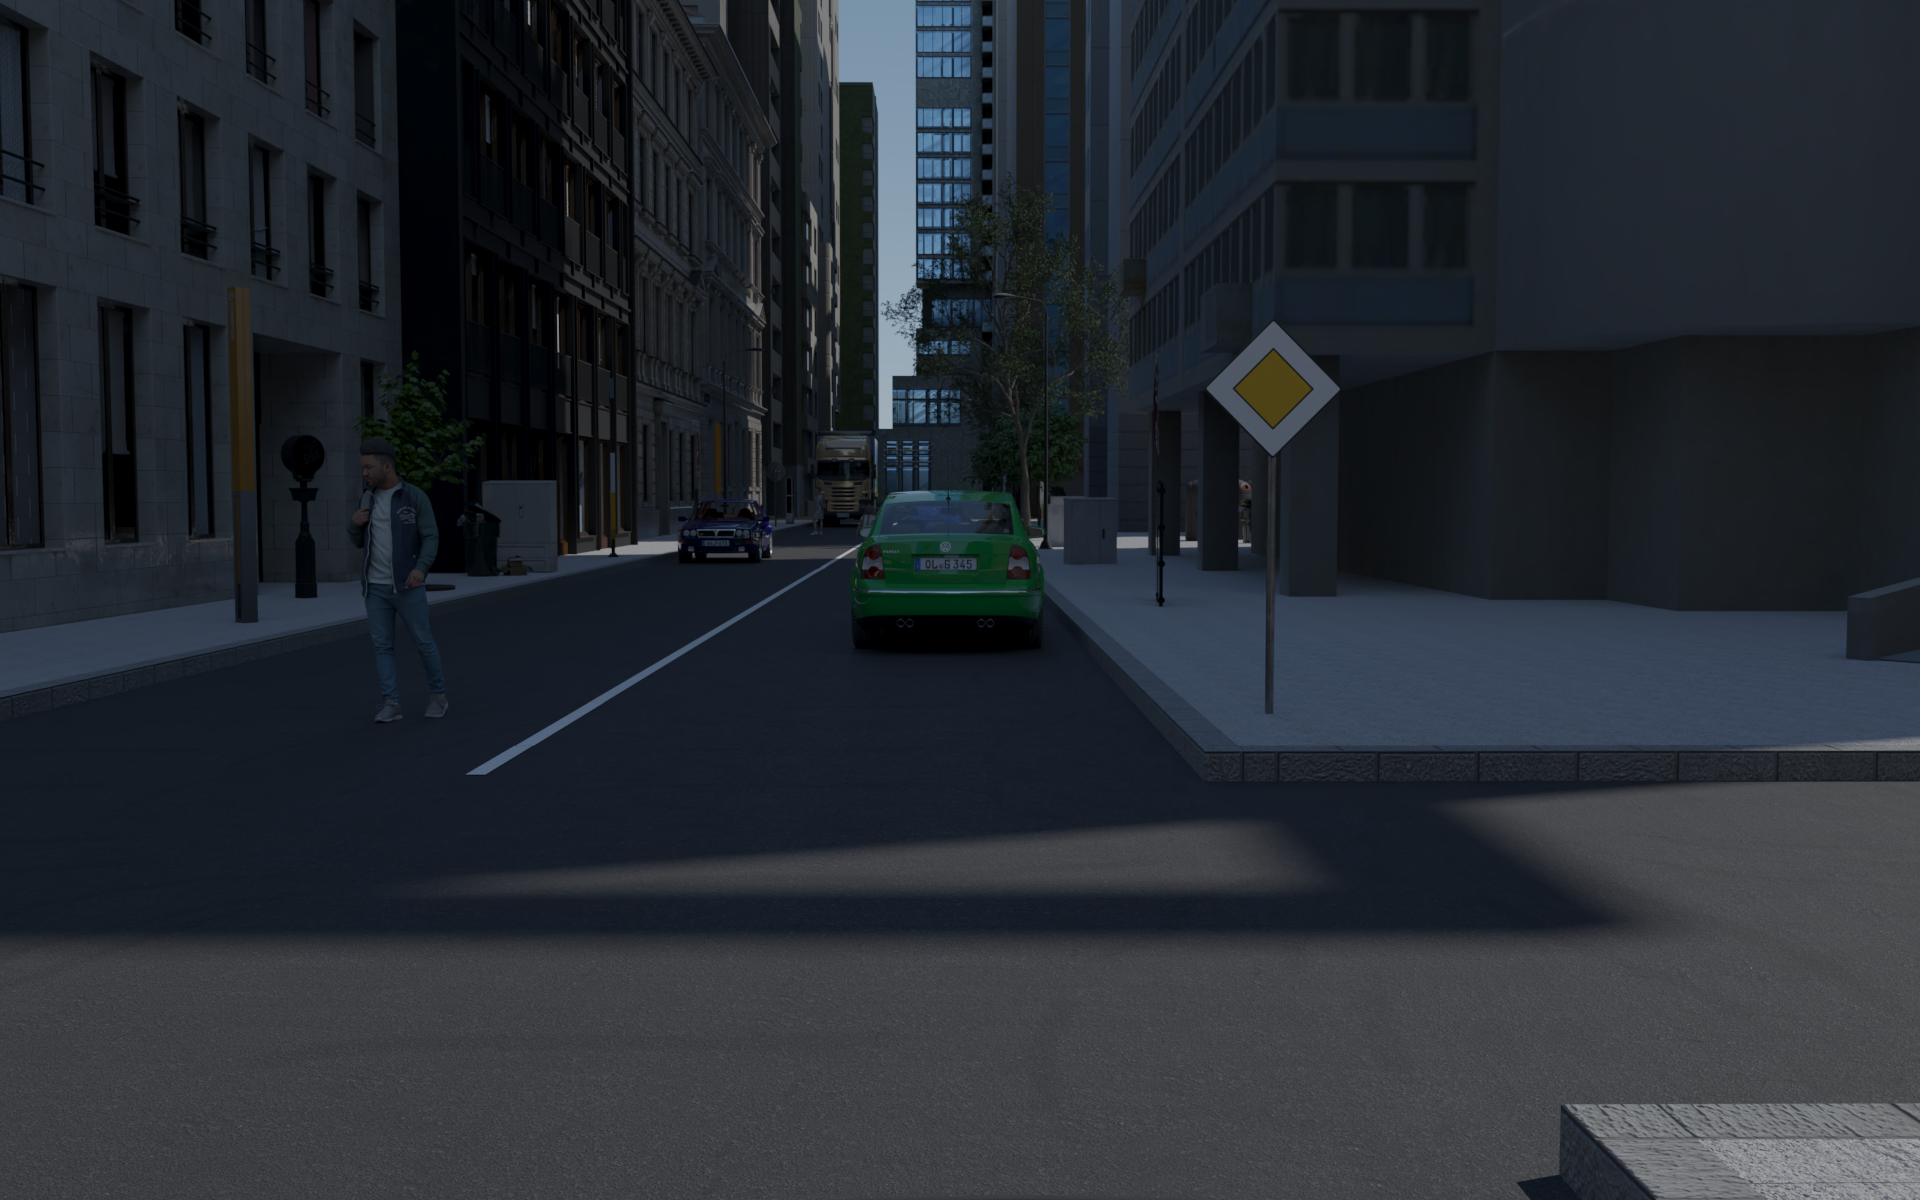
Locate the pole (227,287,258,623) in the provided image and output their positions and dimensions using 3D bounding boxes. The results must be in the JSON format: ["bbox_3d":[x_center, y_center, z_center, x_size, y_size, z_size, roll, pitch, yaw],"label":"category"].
[{"bbox_3d":[-7.124,-1.428,17.199,0.158,3.312,0.155,0,3,0],"label":"pole"}]

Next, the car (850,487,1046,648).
[{"bbox_3d":[-0.092,-0.531,17.475,1.959,1.807,4.718,0,4,1],"label":"car"}]

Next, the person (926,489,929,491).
[{"bbox_3d":[-1.912,-5.909,105.908,0.742,1.727,0.445,-3,5,-45],"label":"person"}]

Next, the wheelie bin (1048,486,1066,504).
[{"bbox_3d":[3.999,-3.931,72.174,0.980,1.594,0.693,-2,4,-35],"label":"wheelie bin"}]

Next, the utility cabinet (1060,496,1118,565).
[{"bbox_3d":[2.399,-1.261,31.779,1.020,1.237,0.306,-2,4,-31],"label":"utility cabinet"}]

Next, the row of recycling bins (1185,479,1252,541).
[{"bbox_3d":[7.463,-2.525,48.398,1.069,1.692,3.534,3,5,43],"label":"row of recycling bins"}]

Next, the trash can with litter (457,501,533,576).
[{"bbox_3d":[-7.299,-0.967,27.202,1.055,1.170,0.624,-3,4,-36],"label":"trash can with litter"}]

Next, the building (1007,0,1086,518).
[{"bbox_3d":[9.837,-27.461,99.101,14.600,45.320,14.200,0,4,0],"label":"building"}]

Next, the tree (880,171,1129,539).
[{"bbox_3d":[1.937,-7.038,49.491,8.767,10.594,7.601,0,4,-3],"label":"tree"}]

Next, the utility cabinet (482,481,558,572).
[{"bbox_3d":[-7.221,-1.206,28.403,1.173,1.500,0.318,1,4,12],"label":"utility cabinet"}]

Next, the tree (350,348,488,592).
[{"bbox_3d":[-7.160,-1.745,23.137,1.663,3.219,1.824,0,3,0],"label":"tree"}]

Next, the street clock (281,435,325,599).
[{"bbox_3d":[-8.071,-1.025,21.324,0.358,2.002,0.471,2,4,34],"label":"street clock"}]

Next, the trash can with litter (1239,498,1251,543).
[{"bbox_3d":[7.676,-2.074,45.301,0.624,1.170,1.055,2,4,33],"label":"trash can with litter"}]

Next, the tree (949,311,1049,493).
[{"bbox_3d":[1.700,-7.288,69.516,4.360,8.622,3.978,0,3,0],"label":"tree"}]

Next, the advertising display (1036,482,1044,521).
[{"bbox_3d":[3.918,-4.751,82.893,0.123,1.923,0.974,2,4,28],"label":"advertising display"}]

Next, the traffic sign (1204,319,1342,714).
[{"bbox_3d":[1.803,-0.392,10.056,0.795,2.450,0.064,0,4,0],"label":"traffic sign"}]

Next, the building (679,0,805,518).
[{"bbox_3d":[-15.928,-19.587,91.952,14.160,30.474,14.107,0,4,0],"label":"building"}]

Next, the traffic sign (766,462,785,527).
[{"bbox_3d":[-7.234,-4.146,67.894,0.768,2.556,0.104,0,4,4],"label":"traffic sign"}]

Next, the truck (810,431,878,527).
[{"bbox_3d":[-5.121,-5.514,79.065,2.839,4.237,11.283,0,4,-1],"label":"truck"}]

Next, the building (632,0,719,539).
[{"bbox_3d":[-13.825,-11.508,52.788,10.561,19.102,19.286,0,4,0],"label":"building"}]

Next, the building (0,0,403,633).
[{"bbox_3d":[-14.052,-10.040,18.904,10.420,20.320,16.860,0,4,0],"label":"building"}]

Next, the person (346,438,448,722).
[{"bbox_3d":[-3.585,-0.131,10.982,0.623,1.781,0.721,0,4,1],"label":"person"}]

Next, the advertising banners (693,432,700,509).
[{"bbox_3d":[-7.569,-3.275,49.730,0.090,3.025,2.074,-1,4,-12],"label":"advertising banners"}]

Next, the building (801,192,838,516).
[{"bbox_3d":[-22.726,-16.428,113.631,27.650,21.520,28.899,0,4,0],"label":"building"}]

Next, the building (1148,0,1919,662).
[{"bbox_3d":[15.254,-20.451,26.256,23.993,40.220,32.217,0,4,0],"label":"building"}]

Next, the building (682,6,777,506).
[{"bbox_3d":[-14.474,-14.477,72.858,11.583,22.565,21.152,0,4,0],"label":"building"}]

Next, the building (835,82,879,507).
[{"bbox_3d":[-15.346,-30.093,175.617,14.086,41.232,14.154,0,4,0],"label":"building"}]

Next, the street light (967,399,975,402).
[{"bbox_3d":[1.030,-6.888,85.162,1.470,5.913,1.316,0,4,0],"label":"street light"}]

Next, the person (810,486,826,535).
[{"bbox_3d":[-4.973,-3.151,61.028,0.522,1.701,0.512,1,4,8],"label":"person"}]

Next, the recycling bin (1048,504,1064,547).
[{"bbox_3d":[2.542,-1.818,42.280,0.722,1.027,0.722,1,4,11],"label":"recycling bin"}]

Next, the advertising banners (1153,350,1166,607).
[{"bbox_3d":[2.365,-1.492,20.588,0.090,3.025,2.074,0,4,5],"label":"advertising banners"}]

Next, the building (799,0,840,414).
[{"bbox_3d":[-23.834,-33.974,144.707,27.495,52.752,28.713,0,4,0],"label":"building"}]

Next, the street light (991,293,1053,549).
[{"bbox_3d":[1.455,-4.140,40.233,1.470,5.913,1.316,0,4,0],"label":"street light"}]

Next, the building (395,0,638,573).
[{"bbox_3d":[-14.219,-12.566,35.126,12.332,23.373,15.834,0,4,0],"label":"building"}]

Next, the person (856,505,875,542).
[{"bbox_3d":[-1.856,-1.274,34.348,0.505,1.210,0.382,1,4,21],"label":"person"}]

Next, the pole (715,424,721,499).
[{"bbox_3d":[-7.094,-3.482,50.775,0.158,3.312,0.155,0,3,0],"label":"pole"}]

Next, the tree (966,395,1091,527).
[{"bbox_3d":[2.645,-4.434,56.206,4.285,4.588,4.351,0,3,0],"label":"tree"}]

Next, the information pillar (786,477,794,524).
[{"bbox_3d":[-7.329,-4.291,74.652,0.304,2.012,0.304,1,4,9],"label":"information pillar"}]

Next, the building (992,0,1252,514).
[{"bbox_3d":[13.222,-36.890,145.149,21.231,58.520,28.212,0,4,0],"label":"building"}]

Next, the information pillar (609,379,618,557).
[{"bbox_3d":[-7.048,-2.677,35.117,0.183,3.616,0.504,-1,4,-13],"label":"information pillar"}]

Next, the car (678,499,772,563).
[{"bbox_3d":[-5.042,-1.518,37.403,1.945,1.354,3.894,0,4,-1],"label":"car"}]

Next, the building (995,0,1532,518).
[{"bbox_3d":[18.576,-26.086,118.393,32.217,40.220,23.993,0,4,0],"label":"building"}]

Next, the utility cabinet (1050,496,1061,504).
[{"bbox_3d":[3.202,-2.478,51.674,1.020,1.237,0.306,0,4,-3],"label":"utility cabinet"}]

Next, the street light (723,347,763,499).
[{"bbox_3d":[-6.933,-5.043,55.000,1.470,5.913,1.316,0,4,0],"label":"street light"}]

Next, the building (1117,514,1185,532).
[{"bbox_3d":[15.666,-32.309,70.246,21.231,58.520,28.212,0,4,0],"label":"building"}]

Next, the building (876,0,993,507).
[{"bbox_3d":[7.155,-53.001,179.232,31.000,86.520,22.319,0,4,0],"label":"building"}]
